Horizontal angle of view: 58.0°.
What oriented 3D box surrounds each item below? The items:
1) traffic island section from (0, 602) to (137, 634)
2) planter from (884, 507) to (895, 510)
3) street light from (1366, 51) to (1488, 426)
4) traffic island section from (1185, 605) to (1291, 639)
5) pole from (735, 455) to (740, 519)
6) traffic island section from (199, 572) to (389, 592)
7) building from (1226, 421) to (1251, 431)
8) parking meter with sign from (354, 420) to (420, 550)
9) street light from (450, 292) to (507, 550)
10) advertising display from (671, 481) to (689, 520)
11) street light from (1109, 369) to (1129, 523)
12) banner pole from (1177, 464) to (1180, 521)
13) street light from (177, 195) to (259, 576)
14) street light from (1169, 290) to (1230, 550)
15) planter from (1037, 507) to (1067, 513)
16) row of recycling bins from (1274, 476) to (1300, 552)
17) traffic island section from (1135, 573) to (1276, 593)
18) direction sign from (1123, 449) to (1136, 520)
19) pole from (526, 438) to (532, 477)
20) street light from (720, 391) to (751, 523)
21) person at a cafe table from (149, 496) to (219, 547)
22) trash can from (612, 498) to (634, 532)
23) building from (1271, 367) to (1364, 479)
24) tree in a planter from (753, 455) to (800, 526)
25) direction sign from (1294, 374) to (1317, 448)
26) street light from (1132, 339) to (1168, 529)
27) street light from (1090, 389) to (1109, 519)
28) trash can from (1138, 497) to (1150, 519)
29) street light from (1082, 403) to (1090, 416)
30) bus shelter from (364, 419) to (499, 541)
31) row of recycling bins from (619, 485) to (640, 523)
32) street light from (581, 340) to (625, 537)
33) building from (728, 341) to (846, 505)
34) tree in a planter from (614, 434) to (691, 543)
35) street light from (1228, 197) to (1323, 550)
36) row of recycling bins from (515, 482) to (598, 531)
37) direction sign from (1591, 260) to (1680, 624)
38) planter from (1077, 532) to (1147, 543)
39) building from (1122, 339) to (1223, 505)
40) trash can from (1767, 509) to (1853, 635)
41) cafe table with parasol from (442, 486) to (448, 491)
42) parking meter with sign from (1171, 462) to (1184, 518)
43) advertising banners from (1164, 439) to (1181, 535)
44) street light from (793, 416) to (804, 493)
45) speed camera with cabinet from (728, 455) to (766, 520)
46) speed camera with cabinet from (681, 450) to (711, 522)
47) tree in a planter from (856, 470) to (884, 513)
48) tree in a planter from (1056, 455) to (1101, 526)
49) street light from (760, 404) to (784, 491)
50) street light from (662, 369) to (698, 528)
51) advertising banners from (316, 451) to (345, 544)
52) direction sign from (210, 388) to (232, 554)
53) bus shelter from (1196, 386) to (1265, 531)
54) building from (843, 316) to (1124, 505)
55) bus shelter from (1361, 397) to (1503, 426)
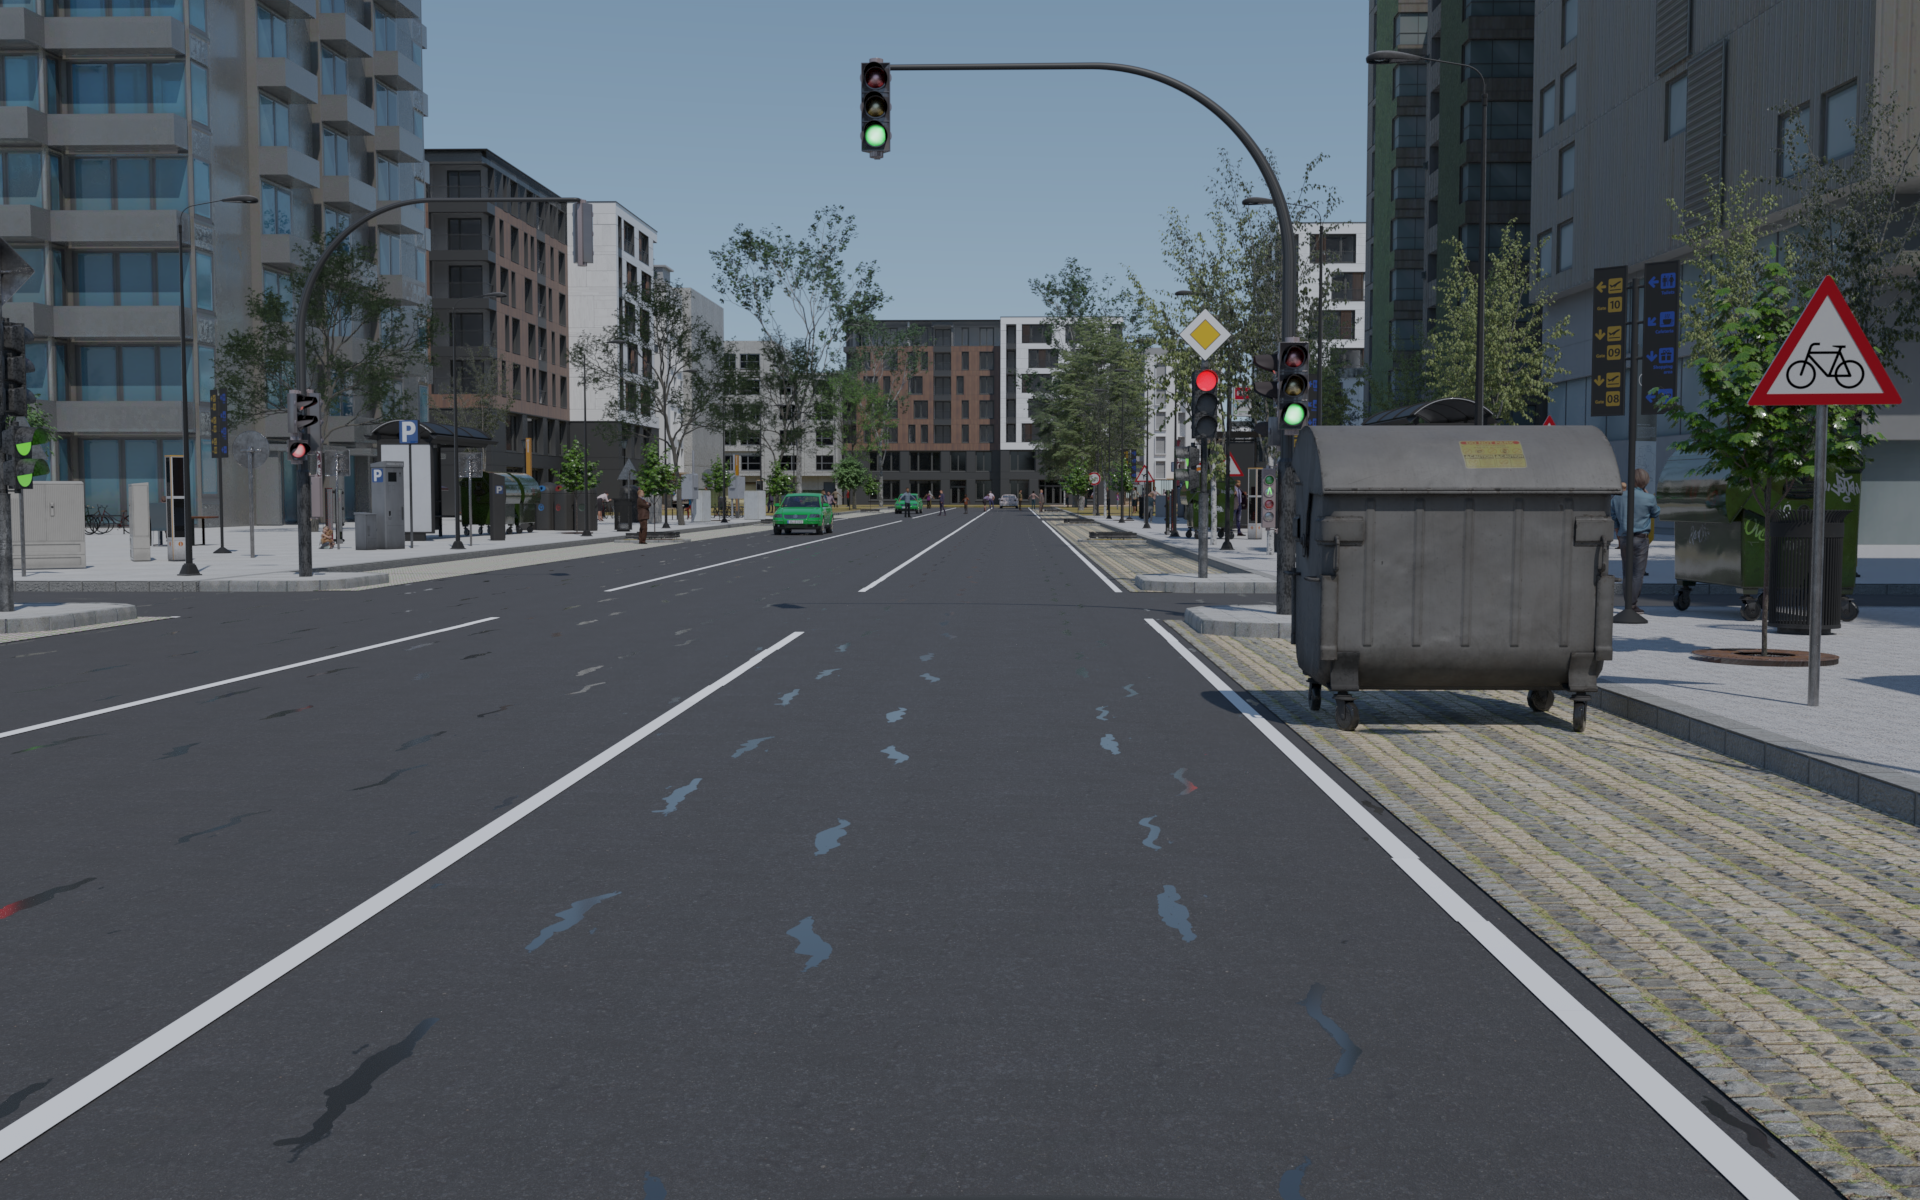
[{"bbox_3d":[-10.429,0.205,18.922,2.009,0.180,2.903,0,4,2],"label":"traffic island section"},{"bbox_3d":[-5.821,-8.300,156.837,1.991,0.319,1.994,0,4,2],"label":"planter"},{"bbox_3d":[4.955,-2.800,18.315,1.470,5.913,1.316,0,4,2],"label":"street light"},{"bbox_3d":[3.485,0.232,18.487,2.009,0.180,2.903,0,4,2],"label":"traffic island section"},{"bbox_3d":[-11.676,-5.931,90.810,0.158,3.312,0.155,0,3,0],"label":"pole"},{"bbox_3d":[-10.182,-0.283,26.904,2.009,0.180,2.903,0,4,2],"label":"traffic island section"},{"bbox_3d":[45.354,-15.951,202.946,28.070,9.664,9.099,0,4,2],"label":"building"},{"bbox_3d":[-13.298,-2.685,40.164,0.543,3.016,1.738,1,4,23],"label":"parking meter with sign"},{"bbox_3d":[-11.123,-4.128,40.039,1.470,5.913,1.316,0,4,2],"label":"street light"},{"bbox_3d":[-13.913,-4.945,86.070,0.974,1.923,0.123,-3,4,-37],"label":"advertising display"},{"bbox_3d":[6.418,-5.616,64.366,1.470,5.913,1.316,0,4,2],"label":"street light"},{"bbox_3d":[10.427,-5.695,83.127,0.401,3.779,0.863,2,4,29],"label":"banner pole"},{"bbox_3d":[-11.598,-3.336,27.085,1.470,5.913,1.316,0,4,2],"label":"street light"},{"bbox_3d":[5.590,-4.101,39.594,1.470,5.913,1.316,0,4,2],"label":"street light"},{"bbox_3d":[6.882,-6.550,128.234,1.991,0.319,1.994,0,4,2],"label":"planter"},{"bbox_3d":[7.447,-1.950,38.996,1.069,1.692,3.534,0,4,5],"label":"row of recycling bins"},{"bbox_3d":[3.733,-0.256,26.469,2.009,0.180,2.903,0,4,2],"label":"traffic island section"},{"bbox_3d":[8.557,-5.833,87.374,0.876,3.537,0.379,-3,4,-37],"label":"direction sign"},{"bbox_3d":[-15.698,-4.237,63.124,0.158,3.312,0.155,0,3,0],"label":"pole"},{"bbox_3d":[-9.981,-6.397,77.139,1.470,5.913,1.316,0,4,2],"label":"street light"},{"bbox_3d":[-19.452,-1.948,42.708,1.698,1.238,1.726,0,4,-5],"label":"person at a cafe table"},{"bbox_3d":[-11.494,-2.901,59.091,0.748,1.137,0.748,0,3,0],"label":"trash can"},{"bbox_3d":[27.284,-10.618,115.744,9.099,9.664,28.070,0,4,2],"label":"building"},{"bbox_3d":[-8.249,-4.972,78.521,1.991,3.239,1.994,0,4,2],"label":"tree in a planter"},{"bbox_3d":[6.418,-2.479,32.535,0.876,3.537,0.379,-2,4,-33],"label":"direction sign"},{"bbox_3d":[5.908,-4.851,51.859,1.470,5.913,1.316,0,4,2],"label":"street light"},{"bbox_3d":[6.631,-6.367,76.634,1.470,5.913,1.316,0,4,2],"label":"street light"},{"bbox_3d":[9.521,-4.747,89.263,0.748,1.137,0.748,0,3,0],"label":"trash can"},{"bbox_3d":[7.122,-7.116,88.894,1.470,5.913,1.316,0,4,2],"label":"street light"},{"bbox_3d":[-14.998,-3.402,49.553,2.014,3.302,5.546,0,4,2],"label":"bus shelter"},{"bbox_3d":[-14.932,-4.378,78.697,1.069,1.692,3.534,0,4,-6],"label":"row of recycling bins"},{"bbox_3d":[-10.774,-4.878,52.303,1.470,5.913,1.316,0,4,2],"label":"street light"},{"bbox_3d":[-29.534,-20.908,208.295,31.486,18.905,16.747,0,4,2],"label":"building"},{"bbox_3d":[-9.087,-3.316,51.437,1.991,3.239,1.994,0,4,2],"label":"tree in a planter"},{"bbox_3d":[5.105,-3.345,27.227,1.470,5.913,1.316,0,4,2],"label":"street light"},{"bbox_3d":[-14.203,-3.293,60.956,3.534,1.692,1.069,2,4,28],"label":"row of recycling bins"},{"bbox_3d":[6.658,-1.539,17.155,0.379,3.537,0.876,-3,5,-42],"label":"direction sign"},{"bbox_3d":[4.501,-1.858,51.512,1.991,0.319,1.994,0,4,2],"label":"planter"},{"bbox_3d":[24.690,-21.377,205.932,11.380,20.091,16.016,0,4,2],"label":"building"},{"bbox_3d":[7.773,-0.261,15.920,0.748,1.137,0.748,0,3,0],"label":"trash can"},{"bbox_3d":[-22.497,-4.092,71.771,2.610,1.966,2.610,1,4,15],"label":"cafe table with parasol"},{"bbox_3d":[12.188,-5.986,94.132,0.543,3.016,1.738,3,5,42],"label":"parking meter with sign"},{"bbox_3d":[6.755,-3.591,54.900,0.090,3.025,2.074,1,4,20],"label":"advertising banners"},{"bbox_3d":[-9.233,-7.911,101.878,1.470,5.913,1.316,0,4,2],"label":"street light"},{"bbox_3d":[-10.634,-5.632,86.418,2.038,3.252,0.660,2,4,35],"label":"speed camera with cabinet"},{"bbox_3d":[-12.060,-5.186,79.130,0.660,3.252,2.038,1,4,16],"label":"speed camera with cabinet"},{"bbox_3d":[-6.680,-8.072,129.204,1.991,3.239,1.994,0,4,2],"label":"tree in a planter"},{"bbox_3d":[5.350,-4.962,78.353,1.991,3.239,1.994,0,4,2],"label":"tree in a planter"},{"bbox_3d":[-9.743,-7.148,89.407,1.470,5.913,1.316,0,4,2],"label":"street light"},{"bbox_3d":[-10.449,-5.629,64.568,1.470,5.913,1.316,0,4,2],"label":"street light"},{"bbox_3d":[-15.974,-2.914,43.833,0.090,3.025,2.074,0,4,-2],"label":"advertising banners"},{"bbox_3d":[-15.971,-2.777,37.397,0.379,3.537,0.876,-3,5,-44],"label":"direction sign"},{"bbox_3d":[9.673,-5.150,61.827,2.179,5.291,8.768,0,4,2],"label":"bus shelter"},{"bbox_3d":[2.895,-22.586,213.260,32.646,21.610,27.936,0,4,2],"label":"building"},{"bbox_3d":[10.372,-2.750,38.883,2.014,3.302,5.546,0,4,2],"label":"bus shelter"}]
